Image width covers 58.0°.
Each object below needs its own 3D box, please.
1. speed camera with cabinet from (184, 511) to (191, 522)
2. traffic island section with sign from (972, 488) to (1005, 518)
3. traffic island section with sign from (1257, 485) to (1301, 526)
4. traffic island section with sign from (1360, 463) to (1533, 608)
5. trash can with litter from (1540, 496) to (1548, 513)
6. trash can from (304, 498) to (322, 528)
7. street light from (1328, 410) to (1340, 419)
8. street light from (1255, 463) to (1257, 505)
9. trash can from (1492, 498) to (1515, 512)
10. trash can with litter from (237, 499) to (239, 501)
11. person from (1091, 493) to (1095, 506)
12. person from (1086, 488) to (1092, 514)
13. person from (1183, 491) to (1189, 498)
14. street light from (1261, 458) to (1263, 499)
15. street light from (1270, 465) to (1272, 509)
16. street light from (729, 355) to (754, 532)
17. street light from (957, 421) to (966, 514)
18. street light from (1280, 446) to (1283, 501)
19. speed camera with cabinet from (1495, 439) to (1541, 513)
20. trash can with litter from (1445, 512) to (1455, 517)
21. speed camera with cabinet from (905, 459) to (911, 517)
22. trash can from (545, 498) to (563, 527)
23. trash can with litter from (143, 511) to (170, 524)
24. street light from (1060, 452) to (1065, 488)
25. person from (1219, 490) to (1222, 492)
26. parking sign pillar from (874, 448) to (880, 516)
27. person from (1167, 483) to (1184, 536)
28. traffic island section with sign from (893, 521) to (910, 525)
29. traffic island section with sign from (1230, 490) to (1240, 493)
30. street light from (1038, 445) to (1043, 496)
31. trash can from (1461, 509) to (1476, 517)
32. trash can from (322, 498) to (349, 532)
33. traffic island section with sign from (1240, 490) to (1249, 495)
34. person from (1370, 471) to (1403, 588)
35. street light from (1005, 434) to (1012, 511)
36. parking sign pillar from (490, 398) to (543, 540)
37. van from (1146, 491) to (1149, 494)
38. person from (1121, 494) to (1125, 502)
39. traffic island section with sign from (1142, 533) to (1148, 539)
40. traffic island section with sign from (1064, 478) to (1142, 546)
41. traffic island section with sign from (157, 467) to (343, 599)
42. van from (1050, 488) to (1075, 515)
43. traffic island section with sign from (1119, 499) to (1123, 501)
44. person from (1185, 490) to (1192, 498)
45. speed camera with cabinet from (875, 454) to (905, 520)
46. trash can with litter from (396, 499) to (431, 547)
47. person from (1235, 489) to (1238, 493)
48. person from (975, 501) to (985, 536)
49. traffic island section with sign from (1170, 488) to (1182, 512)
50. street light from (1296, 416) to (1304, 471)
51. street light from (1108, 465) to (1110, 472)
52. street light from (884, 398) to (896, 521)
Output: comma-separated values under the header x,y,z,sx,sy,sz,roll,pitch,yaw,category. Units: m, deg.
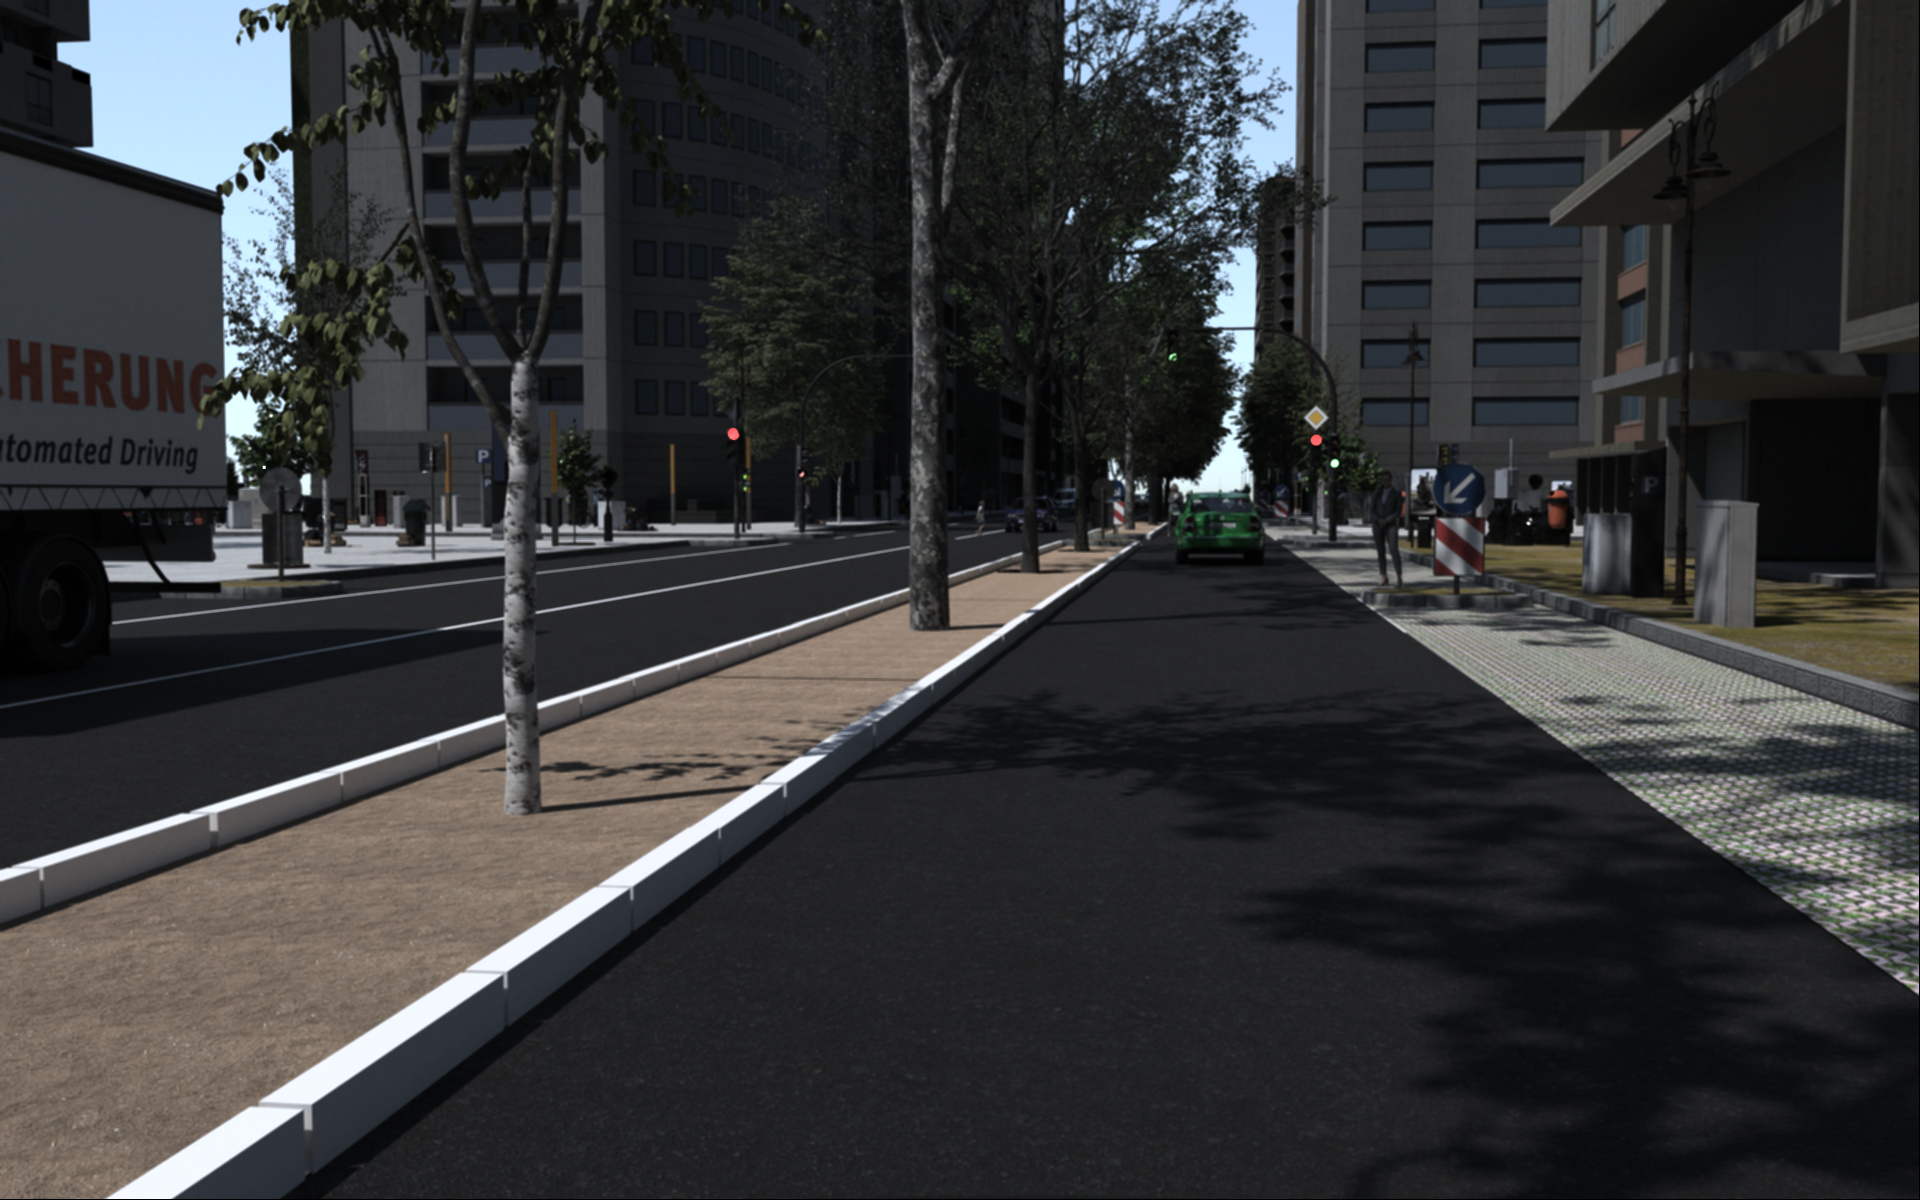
x,y,z,sx,sy,sz,roll,pitch,yaw,category
-35.703,-5.296,80.926,0.660,3.252,2.038,0,4,1,speed camera with cabinet
1.868,-5.998,106.691,1.989,1.847,2.006,1,4,8,traffic island section with sign
14.160,-4.191,77.147,1.989,1.847,2.006,1,4,8,traffic island section with sign
6.294,-0.856,22.624,1.989,1.847,2.006,1,4,8,traffic island section with sign
26.909,-4.274,80.937,2.233,1.210,1.678,3,4,38,trash can with litter
-24.529,-3.309,65.750,0.748,1.137,0.748,0,3,0,trash can
16.590,-6.374,77.008,0.468,5.910,1.993,1,4,8,street light
34.780,-14.137,203.934,0.468,5.910,1.993,1,4,8,street light
19.071,-3.007,60.812,0.748,1.137,0.748,0,3,0,trash can
-36.111,-4.612,86.791,0.624,1.170,1.055,1,4,21,trash can with litter
15.573,-11.921,203.043,1.348,1.869,0.705,1,4,10,person
9.231,-7.120,124.826,0.656,1.842,0.836,2,4,26,person
24.139,-10.660,183.316,1.217,1.766,0.721,1,4,20,person
31.180,-12.595,178.708,0.468,5.910,1.993,1,4,8,street light
27.514,-11.022,153.001,0.468,5.910,1.993,1,4,8,street light
-7.239,-5.196,57.737,0.468,5.910,1.993,1,4,8,street light
0.165,-8.333,109.025,0.468,5.910,1.993,1,4,8,street light
23.964,-9.529,128.592,0.468,5.910,1.993,1,4,8,street light
20.121,-4.167,62.462,2.038,3.252,0.660,-3,4,-38,speed camera with cabinet
17.164,-2.997,60.382,0.624,1.170,1.055,2,4,31,trash can with litter
-3.059,-6.254,96.584,0.660,3.252,2.038,3,4,38,speed camera with cabinet
-15.745,-3.397,67.189,0.748,1.137,0.748,0,3,0,trash can
-21.572,-2.164,46.762,0.624,1.170,1.055,0,4,-3,trash can with litter
10.918,-12.927,184.136,0.468,5.910,1.993,1,4,8,street light
23.912,-9.204,159.004,0.705,1.821,1.348,0,4,-4,person
-4.970,-6.919,101.601,1.447,3.967,1.447,-1,4,-10,parking sign pillar
7.339,-3.073,58.925,0.537,1.800,0.526,1,4,16,person
-1.975,-4.366,80.010,1.989,1.847,2.006,1,4,8,traffic island section with sign
25.144,-8.855,153.401,1.989,1.847,2.006,1,4,8,traffic island section with sign
7.349,-11.373,158.730,0.468,5.910,1.993,1,4,8,street light
16.880,-2.819,57.747,0.748,1.137,0.748,0,3,0,trash can
-21.319,-2.915,59.319,0.748,1.137,0.748,0,3,0,trash can
17.997,-5.823,103.829,1.989,1.847,2.006,1,4,8,traffic island section with sign
6.525,-1.086,26.528,0.520,1.790,0.573,1,4,17,person
3.717,-9.830,133.509,0.468,5.910,1.993,1,4,8,street light
-12.472,-3.680,48.642,1.447,3.967,1.447,0,4,-7,parking sign pillar
22.675,-12.116,205.102,2.013,2.044,4.112,0,4,7,van
9.686,-5.732,102.028,0.655,1.846,0.447,-2,4,-32,person
5.000,-2.898,55.521,2.006,1.907,1.989,1,4,8,traffic island section with sign
3.934,-2.450,48.190,2.006,1.907,1.989,1,4,8,traffic island section with sign
-9.956,-0.980,24.645,1.989,1.847,2.006,1,4,8,traffic island section with sign
7.258,-6.900,119.819,2.013,2.044,4.112,1,4,9,van
24.645,-15.664,264.733,1.989,1.847,2.006,1,4,8,traffic island section with sign
22.935,-9.990,171.806,1.348,1.831,0.705,1,4,22,person
-3.590,-5.607,86.013,0.660,3.252,2.038,-2,4,-25,speed camera with cabinet
-13.397,-1.901,42.462,0.624,1.170,1.055,0,4,5,trash can with litter
20.392,-7.266,127.568,0.850,1.792,0.678,-1,4,-10,person
0.674,-2.776,58.906,0.382,1.210,0.505,0,4,-4,person
15.709,-7.447,129.895,2.006,1.907,1.989,1,4,8,traffic island section with sign
20.207,-7.963,102.980,0.468,5.910,1.993,1,4,8,street light
22.929,-17.954,266.339,0.468,5.910,1.993,1,4,8,street light
-3.402,-6.762,83.338,0.468,5.910,1.993,1,4,8,street light
